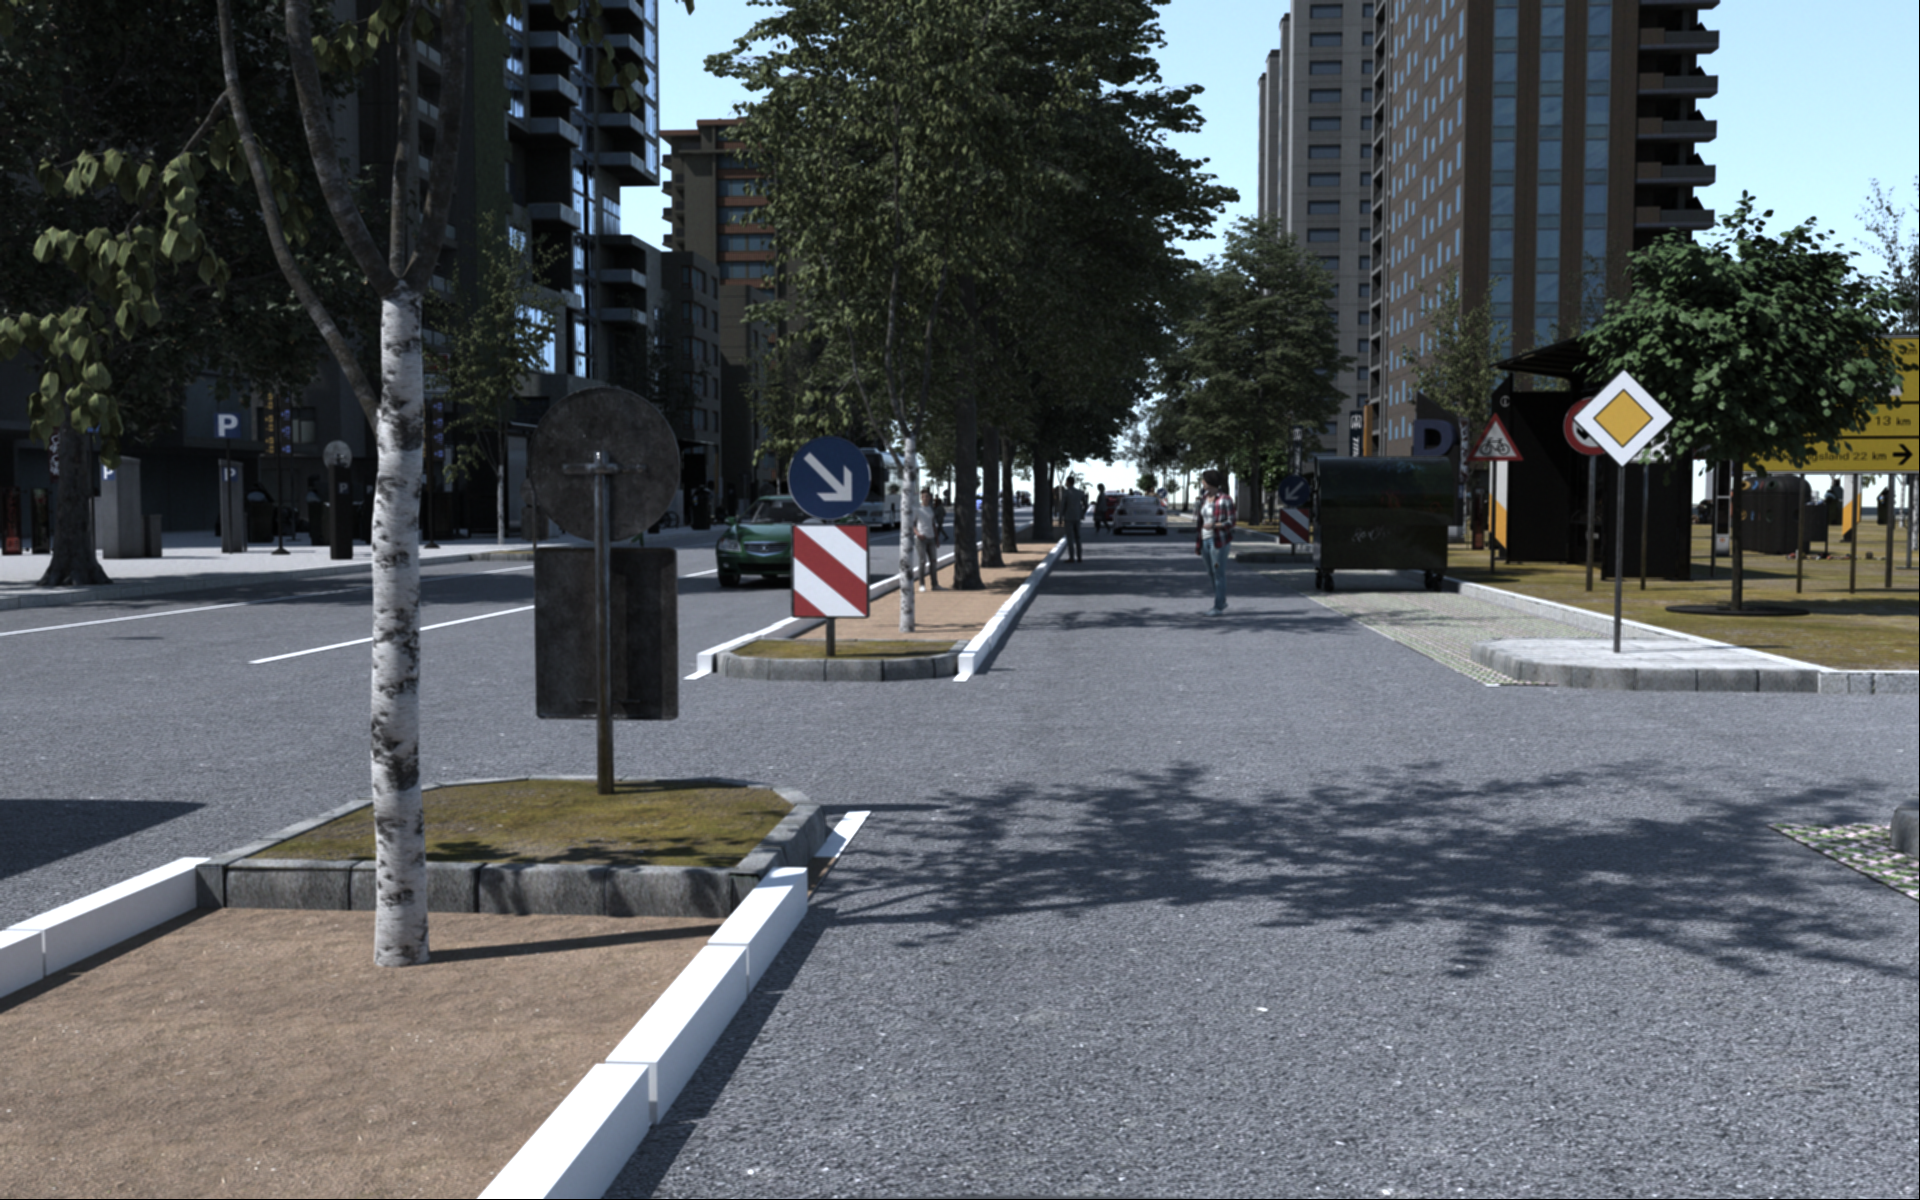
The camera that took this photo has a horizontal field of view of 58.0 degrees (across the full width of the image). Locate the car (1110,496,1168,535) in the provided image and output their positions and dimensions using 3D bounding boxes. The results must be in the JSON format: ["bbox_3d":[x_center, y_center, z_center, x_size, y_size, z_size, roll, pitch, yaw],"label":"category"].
[{"bbox_3d":[6.433,-3.043,62.116,2.083,1.381,4.827,0,4,4],"label":"car"}]

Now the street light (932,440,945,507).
[{"bbox_3d":[-1.809,-10.845,149.857,1.470,5.913,1.316,0,4,5],"label":"street light"}]

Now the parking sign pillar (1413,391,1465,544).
[{"bbox_3d":[12.412,-3.457,44.998,1.447,3.967,1.447,3,5,39],"label":"parking sign pillar"}]

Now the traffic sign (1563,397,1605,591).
[{"bbox_3d":[8.306,-1.387,22.784,0.768,2.556,0.104,0,4,6],"label":"traffic sign"}]

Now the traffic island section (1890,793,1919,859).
[{"bbox_3d":[4.690,0.992,6.068,2.009,0.180,2.903,0,4,5],"label":"traffic island section"}]

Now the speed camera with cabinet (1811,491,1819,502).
[{"bbox_3d":[39.125,-5.312,81.183,2.038,3.252,0.660,2,4,33],"label":"speed camera with cabinet"}]

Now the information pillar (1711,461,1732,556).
[{"bbox_3d":[15.736,-1.914,35.780,0.304,2.012,0.304,1,4,11],"label":"information pillar"}]

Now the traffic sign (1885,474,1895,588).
[{"bbox_3d":[12.702,-1.438,23.620,0.768,2.556,0.104,1,4,8],"label":"traffic sign"}]

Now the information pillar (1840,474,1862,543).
[{"bbox_3d":[23.582,-3.327,45.754,0.183,3.616,0.504,-2,4,-29],"label":"information pillar"}]

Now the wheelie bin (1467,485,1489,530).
[{"bbox_3d":[18.345,-3.265,61.296,0.980,1.594,0.693,1,4,10],"label":"wheelie bin"}]

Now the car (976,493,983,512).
[{"bbox_3d":[1.955,-7.940,139.405,1.945,1.707,3.694,0,4,4],"label":"car"}]

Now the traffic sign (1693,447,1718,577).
[{"bbox_3d":[11.698,-1.641,26.836,0.884,2.594,0.081,1,4,14],"label":"traffic sign"}]

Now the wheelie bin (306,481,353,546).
[{"bbox_3d":[-15.811,-2.150,43.068,0.693,1.594,0.980,2,4,32],"label":"wheelie bin"}]

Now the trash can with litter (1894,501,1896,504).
[{"bbox_3d":[45.523,-4.496,84.903,0.624,1.170,1.055,2,4,30],"label":"trash can with litter"}]

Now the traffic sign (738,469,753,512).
[{"bbox_3d":[-10.717,-5.272,86.303,0.768,2.556,0.104,1,4,9],"label":"traffic sign"}]

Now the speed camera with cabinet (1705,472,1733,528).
[{"bbox_3d":[29.464,-4.400,66.270,2.038,3.252,0.660,-2,4,-26],"label":"speed camera with cabinet"}]

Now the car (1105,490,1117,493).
[{"bbox_3d":[15.673,-10.374,178.292,2.281,1.827,5.304,0,4,3],"label":"car"}]

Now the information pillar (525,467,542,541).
[{"bbox_3d":[-11.652,-2.621,47.347,0.304,2.012,0.304,2,4,30],"label":"information pillar"}]

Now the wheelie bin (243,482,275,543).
[{"bbox_3d":[-18.462,-2.304,45.584,0.693,1.594,0.980,-3,4,-38],"label":"wheelie bin"}]

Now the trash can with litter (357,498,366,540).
[{"bbox_3d":[-16.050,-2.224,47.744,1.055,1.170,0.624,-1,4,-20],"label":"trash can with litter"}]

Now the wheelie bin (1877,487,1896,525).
[{"bbox_3d":[38.656,-3.938,72.297,0.693,1.594,0.980,2,4,31],"label":"wheelie bin"}]

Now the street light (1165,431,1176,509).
[{"bbox_3d":[15.898,-9.454,127.110,1.470,5.913,1.316,0,4,5],"label":"street light"}]

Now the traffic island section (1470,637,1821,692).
[{"bbox_3d":[5.337,0.505,14.027,2.009,0.180,2.903,0,4,5],"label":"traffic island section"}]

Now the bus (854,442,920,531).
[{"bbox_3d":[-3.635,-4.617,70.354,2.948,3.499,13.247,0,4,5],"label":"bus"}]

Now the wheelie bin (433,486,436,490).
[{"bbox_3d":[-20.239,-3.616,67.035,0.980,1.594,0.693,-1,4,-18],"label":"wheelie bin"}]

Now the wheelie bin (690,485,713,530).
[{"bbox_3d":[-9.252,-3.316,62.121,0.693,1.594,0.980,0,4,8],"label":"wheelie bin"}]

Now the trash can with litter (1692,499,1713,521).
[{"bbox_3d":[35.576,-4.384,83.066,1.055,1.170,0.624,0,4,2],"label":"trash can with litter"}]

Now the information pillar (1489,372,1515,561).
[{"bbox_3d":[10.484,-2.577,33.495,0.183,3.616,0.504,-3,4,-37],"label":"information pillar"}]

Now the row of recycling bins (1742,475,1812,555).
[{"bbox_3d":[17.884,-1.894,38.078,1.069,1.692,3.534,1,4,12],"label":"row of recycling bins"}]

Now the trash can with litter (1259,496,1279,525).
[{"bbox_3d":[13.002,-3.801,73.210,1.678,1.210,2.233,1,4,15],"label":"trash can with litter"}]

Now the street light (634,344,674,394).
[{"bbox_3d":[-9.579,-4.978,53.931,1.470,5.913,1.316,0,4,5],"label":"street light"}]

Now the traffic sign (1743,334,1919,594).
[{"bbox_3d":[11.184,-1.737,22.271,2.265,3.308,0.079,1,4,9],"label":"traffic sign"}]

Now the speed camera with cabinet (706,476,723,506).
[{"bbox_3d":[-13.338,-5.867,90.260,2.038,3.252,0.660,2,4,31],"label":"speed camera with cabinet"}]

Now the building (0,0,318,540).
[{"bbox_3d":[-38.332,-28.215,50.555,28.713,52.752,27.495,0,4,5],"label":"building"}]

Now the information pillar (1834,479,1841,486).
[{"bbox_3d":[42.329,-4.843,83.678,0.304,2.012,0.304,1,4,18],"label":"information pillar"}]

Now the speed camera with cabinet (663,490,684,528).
[{"bbox_3d":[-11.263,-4.442,66.964,0.660,3.252,2.038,0,4,8],"label":"speed camera with cabinet"}]

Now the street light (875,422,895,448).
[{"bbox_3d":[-4.873,-8.484,111.261,1.470,5.913,1.316,0,4,5],"label":"street light"}]

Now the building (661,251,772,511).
[{"bbox_3d":[-31.560,-17.977,138.965,27.650,21.520,28.899,0,4,5],"label":"building"}]

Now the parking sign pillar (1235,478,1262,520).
[{"bbox_3d":[14.065,-5.866,84.375,1.447,3.967,1.447,-1,4,-23],"label":"parking sign pillar"}]

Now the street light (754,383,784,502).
[{"bbox_3d":[-8.089,-6.137,72.886,1.470,5.913,1.316,0,4,5],"label":"street light"}]

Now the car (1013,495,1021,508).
[{"bbox_3d":[5.577,-10.627,186.108,2.083,1.381,4.827,0,4,3],"label":"car"}]

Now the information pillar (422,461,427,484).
[{"bbox_3d":[-22.256,-4.916,71.735,0.183,3.616,0.504,2,4,32],"label":"information pillar"}]

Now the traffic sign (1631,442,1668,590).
[{"bbox_3d":[9.110,-1.279,23.037,0.606,2.300,0.079,1,4,9],"label":"traffic sign"}]

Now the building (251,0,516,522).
[{"bbox_3d":[-29.645,-24.186,79.034,14.154,41.232,14.086,0,4,5],"label":"building"}]

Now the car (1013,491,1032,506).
[{"bbox_3d":[7.524,-12.281,209.462,2.281,1.827,5.304,0,4,6],"label":"car"}]

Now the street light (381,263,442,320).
[{"bbox_3d":[-11.106,-3.819,34.980,1.470,5.913,1.316,0,4,5],"label":"street light"}]

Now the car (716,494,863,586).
[{"bbox_3d":[-2.660,-1.011,28.327,2.131,1.459,4.920,0,4,7],"label":"car"}]

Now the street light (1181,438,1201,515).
[{"bbox_3d":[14.437,-8.285,107.995,1.470,5.913,1.316,0,4,5],"label":"street light"}]

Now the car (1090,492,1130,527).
[{"bbox_3d":[6.820,-4.115,76.318,2.155,1.783,4.494,0,4,4],"label":"car"}]

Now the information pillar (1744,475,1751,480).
[{"bbox_3d":[35.887,-5.354,78.889,0.504,3.616,0.183,-3,4,-38],"label":"information pillar"}]

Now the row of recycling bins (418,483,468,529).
[{"bbox_3d":[-18.569,-3.472,63.876,3.534,1.692,1.069,-3,4,-37],"label":"row of recycling bins"}]

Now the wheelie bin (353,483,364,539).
[{"bbox_3d":[-17.339,-2.526,49.201,0.980,1.594,0.693,-3,5,-41],"label":"wheelie bin"}]

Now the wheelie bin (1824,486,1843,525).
[{"bbox_3d":[35.888,-3.860,71.026,0.980,1.594,0.693,-2,4,-25],"label":"wheelie bin"}]

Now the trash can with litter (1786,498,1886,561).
[{"bbox_3d":[17.199,-1.402,33.979,2.233,1.210,1.678,0,4,6],"label":"trash can with litter"}]

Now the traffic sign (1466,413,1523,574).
[{"bbox_3d":[8.590,-1.704,27.869,0.884,2.594,0.081,1,4,11],"label":"traffic sign"}]

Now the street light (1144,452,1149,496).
[{"bbox_3d":[21.063,-13.279,189.646,1.470,5.913,1.316,0,4,5],"label":"street light"}]

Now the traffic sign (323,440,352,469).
[{"bbox_3d":[-14.750,-2.502,41.014,0.768,2.556,0.104,1,4,13],"label":"traffic sign"}]

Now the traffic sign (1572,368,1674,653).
[{"bbox_3d":[5.313,-0.631,13.951,0.795,2.450,0.064,0,4,5],"label":"traffic sign"}]
